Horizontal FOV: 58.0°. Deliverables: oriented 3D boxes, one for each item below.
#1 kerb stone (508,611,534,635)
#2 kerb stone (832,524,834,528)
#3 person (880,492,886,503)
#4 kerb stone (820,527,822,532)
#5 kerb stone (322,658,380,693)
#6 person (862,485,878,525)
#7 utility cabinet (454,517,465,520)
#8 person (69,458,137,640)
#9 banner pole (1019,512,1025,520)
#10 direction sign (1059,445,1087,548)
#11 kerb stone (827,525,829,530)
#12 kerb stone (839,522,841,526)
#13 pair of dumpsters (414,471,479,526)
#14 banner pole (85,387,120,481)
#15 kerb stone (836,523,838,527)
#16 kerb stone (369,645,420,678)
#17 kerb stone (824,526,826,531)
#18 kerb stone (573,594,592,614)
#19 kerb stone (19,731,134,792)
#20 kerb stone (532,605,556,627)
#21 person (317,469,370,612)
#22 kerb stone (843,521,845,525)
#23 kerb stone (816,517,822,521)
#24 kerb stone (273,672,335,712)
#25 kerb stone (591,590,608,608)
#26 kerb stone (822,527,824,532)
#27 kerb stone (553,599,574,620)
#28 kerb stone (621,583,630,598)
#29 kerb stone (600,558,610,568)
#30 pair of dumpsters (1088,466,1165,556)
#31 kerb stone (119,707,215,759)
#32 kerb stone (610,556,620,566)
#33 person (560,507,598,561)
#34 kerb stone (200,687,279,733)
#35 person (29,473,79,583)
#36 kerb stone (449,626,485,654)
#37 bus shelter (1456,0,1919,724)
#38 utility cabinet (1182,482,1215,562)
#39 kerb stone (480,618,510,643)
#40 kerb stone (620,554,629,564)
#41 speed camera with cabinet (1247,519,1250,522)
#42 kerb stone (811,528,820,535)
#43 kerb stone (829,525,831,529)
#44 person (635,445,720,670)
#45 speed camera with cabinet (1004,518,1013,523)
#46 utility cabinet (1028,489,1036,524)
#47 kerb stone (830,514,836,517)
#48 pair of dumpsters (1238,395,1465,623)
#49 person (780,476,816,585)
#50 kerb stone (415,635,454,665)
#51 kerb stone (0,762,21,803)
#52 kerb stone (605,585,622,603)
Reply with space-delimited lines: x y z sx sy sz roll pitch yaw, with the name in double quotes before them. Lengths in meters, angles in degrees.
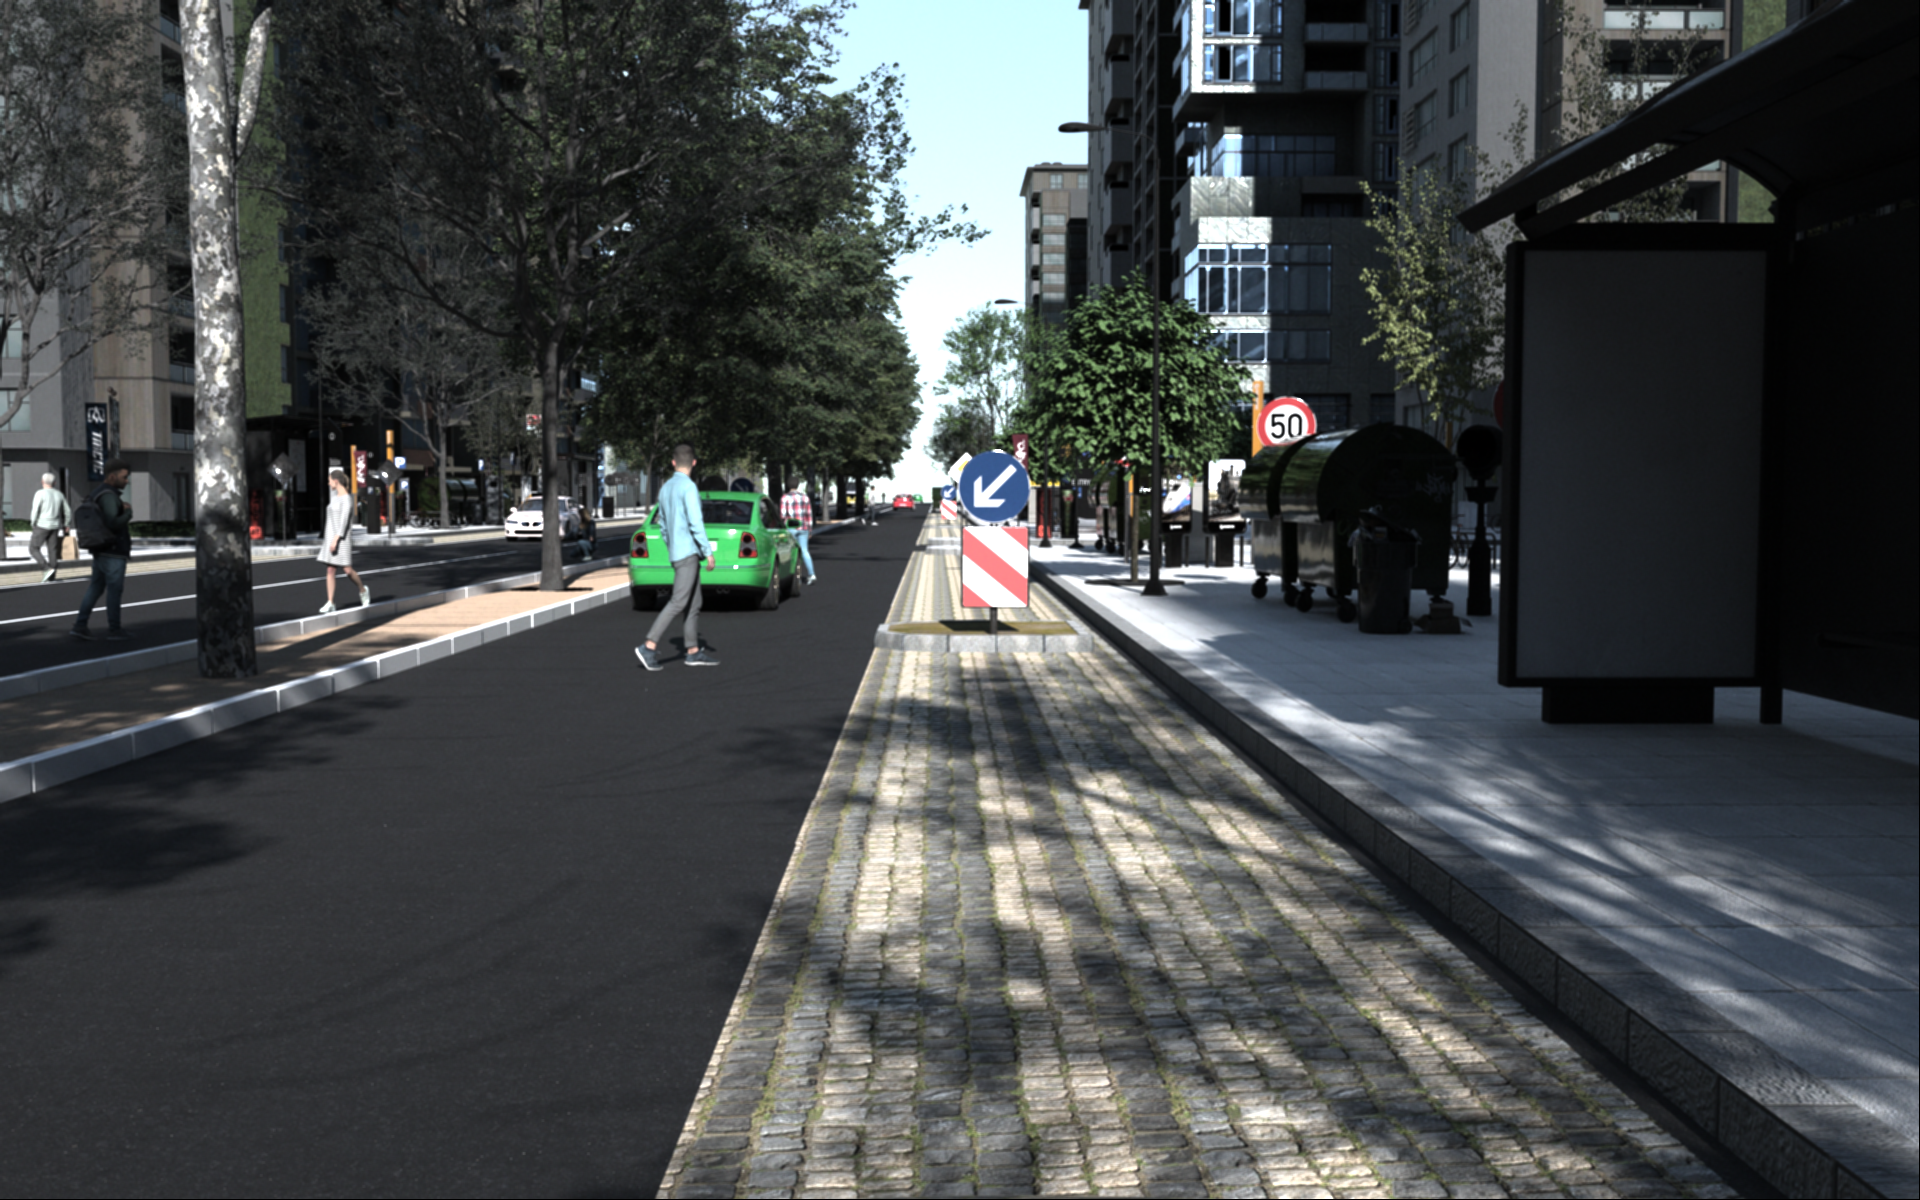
"kerb stone" -4.642 0.254 18.050 0.120 0.150 1.000 0 4 -1
"kerb stone" -5.365 -2.978 70.890 0.120 0.150 1.000 0 4 -1
"person" -12.145 -16.271 274.552 1.348 1.821 0.705 3 5 42
"kerb stone" -5.261 -2.535 63.718 0.120 0.150 1.000 0 4 -1
"kerb stone" -4.569 0.571 12.920 0.120 0.150 1.000 0 4 -1
"person" -4.208 -4.437 80.884 0.795 1.843 0.661 0 4 3
"utility cabinet" -24.736 -4.544 85.454 0.306 1.237 1.020 -3 5 -44
"person" -8.346 -0.498 16.983 0.623 1.781 0.721 2 4 34
"banner pole" 2.814 -5.880 86.147 0.863 3.779 0.401 2 4 30
"direction sign" 2.773 -3.002 41.078 0.876 3.537 0.379 1 4 20
"kerb stone" -5.318 -2.790 67.807 0.120 0.150 1.000 0 4 -1
"kerb stone" -5.437 -3.291 76.006 0.120 0.150 1.000 0 4 -1
"pair of dumpsters" -21.038 -4.190 70.999 1.574 2.255 4.437 0 4 -1
"banner pole" -20.683 -3.175 41.922 0.863 3.779 0.401 -2 4 -27
"kerb stone" -5.402 -3.166 73.961 0.120 0.150 1.000 0 4 -1
"kerb stone" -4.580 0.504 13.947 0.120 0.150 1.000 0 4 -1
"kerb stone" -5.295 -2.662 65.762 0.120 0.150 1.000 0 4 -1
"kerb stone" -4.672 0.066 21.116 0.120 0.150 1.000 0 4 -1
"kerb stone" -4.513 0.824 8.817 0.120 0.150 1.000 0 4 -1
"kerb stone" -4.649 0.191 19.072 0.120 0.150 1.000 0 4 -1
"person" -7.585 -0.733 21.235 0.466 1.731 0.760 1 4 18
"kerb stone" -5.475 -3.480 79.092 0.120 0.150 1.000 0 4 -1
"kerb stone" -7.813 -4.534 96.434 0.120 0.150 1.000 0 4 -1
"kerb stone" -4.545 0.637 11.889 0.120 0.150 1.000 0 4 -1
"kerb stone" -4.692 0.003 22.144 0.120 0.150 1.000 0 4 -1
"kerb stone" -5.278 -2.602 64.740 0.120 0.150 1.000 0 4 -1
"kerb stone" -4.668 0.129 20.094 0.120 0.150 1.000 0 4 -1
"kerb stone" -4.728 -0.122 24.192 0.120 0.150 1.000 0 4 -1
"kerb stone" -6.953 -0.686 33.429 0.120 0.150 1.000 0 4 -1
"pair of dumpsters" 3.764 -2.160 37.808 1.574 2.255 4.437 0 4 -1
"kerb stone" -4.522 0.759 9.843 0.120 0.150 1.000 0 4 -1
"kerb stone" -6.958 -0.749 34.456 0.120 0.150 1.000 0 4 -1
"person" -8.063 -1.416 37.148 0.738 1.151 1.012 -3 5 -44
"kerb stone" -4.538 0.693 10.866 0.120 0.150 1.000 0 4 -1
"person" -14.725 -1.174 28.174 0.515 1.767 0.782 2 4 24
"kerb stone" -4.606 0.379 15.996 0.120 0.150 1.000 0 4 -1
"bus shelter" 3.845 -0.808 7.130 2.014 3.302 5.546 0 4 -1
"utility cabinet" 4.442 -1.453 32.443 0.318 1.500 1.173 3 5 40
"kerb stone" -4.629 0.317 17.018 0.120 0.150 1.000 0 4 -1
"kerb stone" -6.980 -0.812 35.478 0.120 0.150 1.000 0 4 -1
"speed camera with cabinet" 12.749 -4.990 75.917 0.660 3.252 2.038 0 4 2
"kerb stone" -5.248 -2.476 62.678 0.120 0.150 1.000 0 4 -1
"kerb stone" -5.335 -2.849 68.833 0.120 0.150 1.000 0 4 -1
"person" -2.354 -0.365 14.337 0.748 1.841 0.638 -1 4 -22
"speed camera with cabinet" 2.189 -5.147 78.487 0.660 3.252 2.038 1 4 23
"utility cabinet" 3.436 -3.981 73.761 1.173 1.500 0.318 3 5 41
"kerb stone" -7.989 -5.294 108.760 0.120 0.150 1.000 0 4 -1
"pair of dumpsters" 4.232 -1.021 19.183 1.574 2.255 4.437 0 4 -1
"person" -2.585 -1.105 27.402 0.563 1.720 0.643 -2 4 -30
"kerb stone" -4.594 0.444 14.972 0.120 0.150 1.000 0 4 -1
"kerb stone" -4.504 0.882 7.795 0.120 0.150 1.000 0 4 -1
"kerb stone" -4.704 -0.059 23.170 0.120 0.150 1.000 0 4 -1
